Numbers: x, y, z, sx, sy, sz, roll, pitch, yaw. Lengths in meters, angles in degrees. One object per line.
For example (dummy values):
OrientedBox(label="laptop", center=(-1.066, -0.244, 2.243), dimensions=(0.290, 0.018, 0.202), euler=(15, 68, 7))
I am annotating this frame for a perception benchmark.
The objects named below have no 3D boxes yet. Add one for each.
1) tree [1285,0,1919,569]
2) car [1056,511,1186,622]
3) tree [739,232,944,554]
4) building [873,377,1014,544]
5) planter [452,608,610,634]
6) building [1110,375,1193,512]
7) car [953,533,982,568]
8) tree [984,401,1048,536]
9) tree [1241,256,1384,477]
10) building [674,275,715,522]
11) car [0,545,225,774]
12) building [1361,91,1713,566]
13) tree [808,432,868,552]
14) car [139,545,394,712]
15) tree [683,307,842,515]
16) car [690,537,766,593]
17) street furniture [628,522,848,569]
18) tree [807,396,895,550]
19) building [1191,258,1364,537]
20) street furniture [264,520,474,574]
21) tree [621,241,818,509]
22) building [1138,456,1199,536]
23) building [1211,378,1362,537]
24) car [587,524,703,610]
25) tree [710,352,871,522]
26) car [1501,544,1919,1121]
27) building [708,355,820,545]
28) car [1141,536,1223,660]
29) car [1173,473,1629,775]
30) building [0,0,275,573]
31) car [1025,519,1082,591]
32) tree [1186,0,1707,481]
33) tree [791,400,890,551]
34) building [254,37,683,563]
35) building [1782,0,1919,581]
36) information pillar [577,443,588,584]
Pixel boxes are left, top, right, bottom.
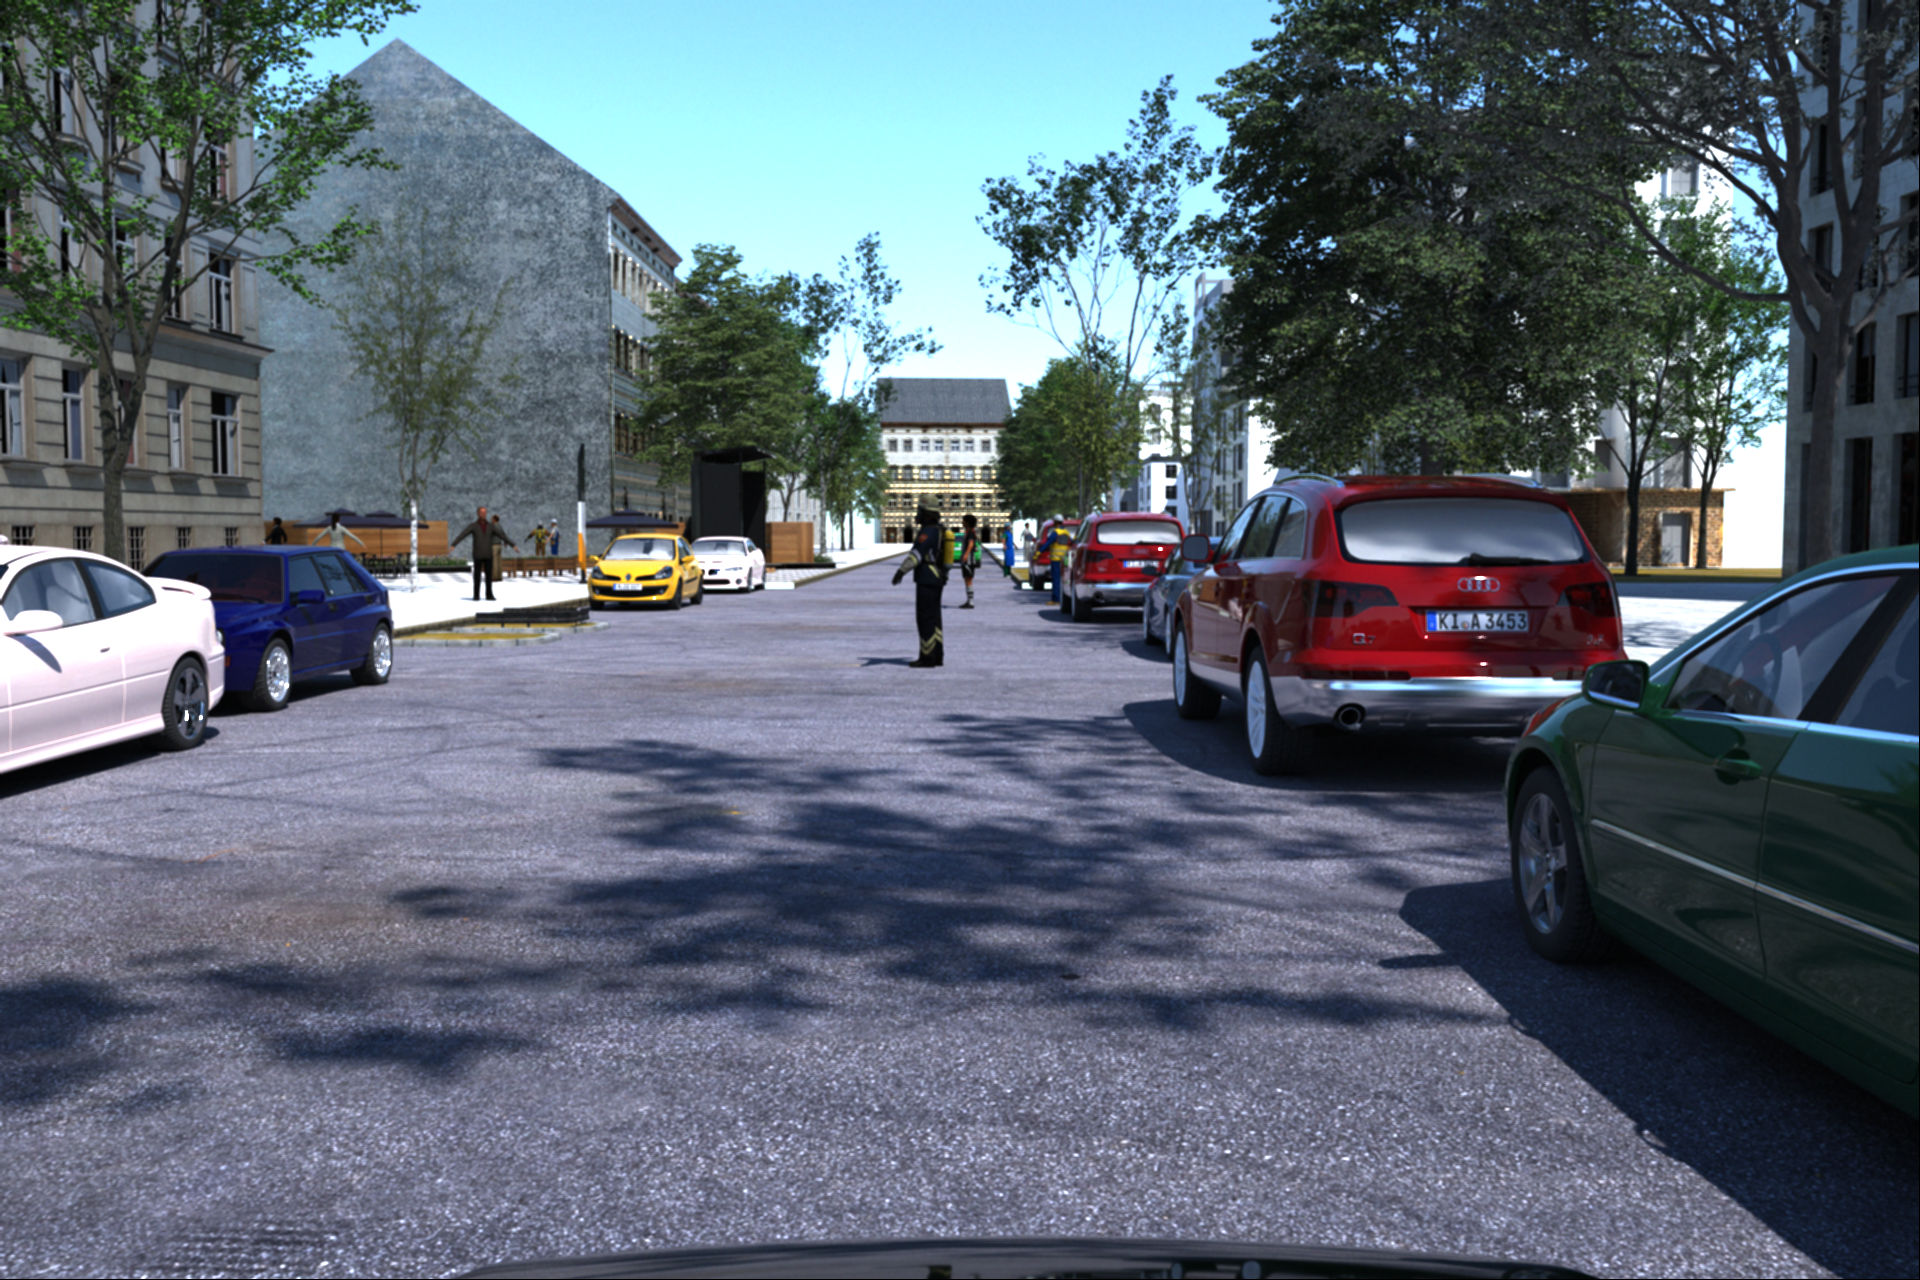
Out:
OrientedBox(label="tree", center=(8.990, -6.569, 17.776), dimensions=(12.009, 13.543, 11.850), euler=(0, 3, 0))
OrientedBox(label="car", center=(2.837, -1.291, 29.776), dimensions=(2.281, 1.827, 5.304), euler=(0, 4, 0))
OrientedBox(label="tree", center=(-7.793, -15.465, 108.738), dimensions=(12.611, 20.169, 13.585), euler=(0, 3, 0))
OrientedBox(label="building", center=(-2.625, -24.993, 242.022), dimensions=(18.063, 23.208, 19.493), euler=(0, 4, -5))
OrientedBox(label="planter", center=(-6.297, -0.284, 25.781), dimensions=(1.991, 0.319, 1.994), euler=(0, 4, 0))
OrientedBox(label="building", center=(23.585, -21.866, 213.933), dimensions=(16.016, 20.090, 11.380), euler=(0, 3, 0))
OrientedBox(label="car", center=(-0.017, -4.024, 74.586), dimensions=(1.959, 1.807, 4.718), euler=(0, 4, -1))
OrientedBox(label="tree", center=(6.832, -14.981, 151.597), dimensions=(9.857, 13.997, 8.962), euler=(0, 3, 0))
OrientedBox(label="tree", center=(9.414, -5.798, 45.155), dimensions=(4.737, 8.622, 4.395), euler=(0, 3, 0))
OrientedBox(label="building", center=(-26.251, -16.881, 106.935), dimensions=(19.493, 23.208, 18.063), euler=(0, 4, 1))
OrientedBox(label="car", center=(-6.019, 0.135, 10.150), dimensions=(2.083, 1.381, 4.827), euler=(0, 4, 0))
OrientedBox(label="building", center=(24.104, -13.700, 80.423), dimensions=(16.016, 20.090, 11.380), euler=(0, 4, 0))
OrientedBox(label="tree", center=(-8.735, -10.478, 121.685), dimensions=(4.737, 8.622, 4.395), euler=(0, 3, 0))
OrientedBox(label="car", center=(-6.348, -0.159, 15.179), dimensions=(1.945, 1.354, 3.894), euler=(0, 4, 0))
OrientedBox(label="tree", center=(-8.927, -9.324, 78.202), dimensions=(9.928, 11.665, 9.643), euler=(0, 3, 0))
OrientedBox(label="car", center=(-5.970, -1.894, 43.330), dimensions=(2.083, 1.381, 4.827), euler=(0, 4, 1))
OrientedBox(label="street furniture", center=(-8.423, -3.616, 65.984), dimensions=(9.812, 1.723, 11.010), euler=(-3, 5, -41))
OrientedBox(label="tree", center=(-9.349, -13.738, 142.747), dimensions=(7.486, 12.596, 7.792), euler=(0, 3, 0))
OrientedBox(label="building", center=(22.053, -16.471, 125.728), dimensions=(16.016, 20.090, 11.380), euler=(0, 4, 0))
OrientedBox(label="street furniture", center=(-21.109, -3.065, 56.967), dimensions=(11.010, 1.723, 9.812), euler=(3, 5, 42))
OrientedBox(label="tree", center=(-9.407, -9.182, 68.250), dimensions=(7.486, 12.596, 7.792), euler=(0, 3, 0))
OrientedBox(label="building", center=(25.038, -14.927, 186.199), dimensions=(9.099, 9.664, 28.070), euler=(0, 4, 0))
OrientedBox(label="building", center=(20.739, -9.534, 98.020), dimensions=(9.099, 9.664, 28.070), euler=(0, 3, 0))
OrientedBox(label="car", center=(-6.116, -1.446, 33.867), dimensions=(2.015, 1.641, 3.980), euler=(0, 4, 0))
OrientedBox(label="tree", center=(-9.066, -9.449, 88.910), dimensions=(8.767, 10.594, 7.601), euler=(-1, 4, -17))
OrientedBox(label="car", center=(2.872, 0.451, 4.418), dimensions=(2.131, 1.459, 4.920), euler=(0, 4, 0))
OrientedBox(label="building", center=(-24.474, -19.141, 179.421), dimensions=(16.747, 18.905, 31.486), euler=(0, 4, 1))
OrientedBox(label="car", center=(3.238, -0.546, 20.923), dimensions=(2.014, 1.417, 4.499), euler=(0, 4, 1))
OrientedBox(label="car", center=(2.735, -0.193, 11.835), dimensions=(2.281, 1.827, 5.304), euler=(0, 4, -1))
OrientedBox(label="building", center=(-28.381, -12.555, 37.302), dimensions=(16.112, 23.069, 30.059), euler=(0, 4, 1))
OrientedBox(label="car", center=(2.860, -2.245, 45.373), dimensions=(2.281, 1.827, 5.304), euler=(0, 4, 1))
OrientedBox(label="tree", center=(8.907, -7.686, 32.317), dimensions=(9.857, 13.997, 8.962), euler=(0, 3, 0))
OrientedBox(label="tree", center=(-8.832, -12.459, 129.456), dimensions=(9.928, 11.665, 9.643), euler=(0, 3, 0))
OrientedBox(label="building", center=(-24.908, -15.618, 86.279), dimensions=(19.493, 23.208, 18.063), euler=(0, 4, 0))
OrientedBox(label="building", center=(24.953, -10.936, 32.688), dimensions=(10.420, 20.400, 16.860), euler=(0, 4, 0))
OrientedBox(label="information pillar", center=(-9.700, -3.247, 44.437), dimensions=(0.183, 3.616, 0.504), euler=(0, 3, 0))
